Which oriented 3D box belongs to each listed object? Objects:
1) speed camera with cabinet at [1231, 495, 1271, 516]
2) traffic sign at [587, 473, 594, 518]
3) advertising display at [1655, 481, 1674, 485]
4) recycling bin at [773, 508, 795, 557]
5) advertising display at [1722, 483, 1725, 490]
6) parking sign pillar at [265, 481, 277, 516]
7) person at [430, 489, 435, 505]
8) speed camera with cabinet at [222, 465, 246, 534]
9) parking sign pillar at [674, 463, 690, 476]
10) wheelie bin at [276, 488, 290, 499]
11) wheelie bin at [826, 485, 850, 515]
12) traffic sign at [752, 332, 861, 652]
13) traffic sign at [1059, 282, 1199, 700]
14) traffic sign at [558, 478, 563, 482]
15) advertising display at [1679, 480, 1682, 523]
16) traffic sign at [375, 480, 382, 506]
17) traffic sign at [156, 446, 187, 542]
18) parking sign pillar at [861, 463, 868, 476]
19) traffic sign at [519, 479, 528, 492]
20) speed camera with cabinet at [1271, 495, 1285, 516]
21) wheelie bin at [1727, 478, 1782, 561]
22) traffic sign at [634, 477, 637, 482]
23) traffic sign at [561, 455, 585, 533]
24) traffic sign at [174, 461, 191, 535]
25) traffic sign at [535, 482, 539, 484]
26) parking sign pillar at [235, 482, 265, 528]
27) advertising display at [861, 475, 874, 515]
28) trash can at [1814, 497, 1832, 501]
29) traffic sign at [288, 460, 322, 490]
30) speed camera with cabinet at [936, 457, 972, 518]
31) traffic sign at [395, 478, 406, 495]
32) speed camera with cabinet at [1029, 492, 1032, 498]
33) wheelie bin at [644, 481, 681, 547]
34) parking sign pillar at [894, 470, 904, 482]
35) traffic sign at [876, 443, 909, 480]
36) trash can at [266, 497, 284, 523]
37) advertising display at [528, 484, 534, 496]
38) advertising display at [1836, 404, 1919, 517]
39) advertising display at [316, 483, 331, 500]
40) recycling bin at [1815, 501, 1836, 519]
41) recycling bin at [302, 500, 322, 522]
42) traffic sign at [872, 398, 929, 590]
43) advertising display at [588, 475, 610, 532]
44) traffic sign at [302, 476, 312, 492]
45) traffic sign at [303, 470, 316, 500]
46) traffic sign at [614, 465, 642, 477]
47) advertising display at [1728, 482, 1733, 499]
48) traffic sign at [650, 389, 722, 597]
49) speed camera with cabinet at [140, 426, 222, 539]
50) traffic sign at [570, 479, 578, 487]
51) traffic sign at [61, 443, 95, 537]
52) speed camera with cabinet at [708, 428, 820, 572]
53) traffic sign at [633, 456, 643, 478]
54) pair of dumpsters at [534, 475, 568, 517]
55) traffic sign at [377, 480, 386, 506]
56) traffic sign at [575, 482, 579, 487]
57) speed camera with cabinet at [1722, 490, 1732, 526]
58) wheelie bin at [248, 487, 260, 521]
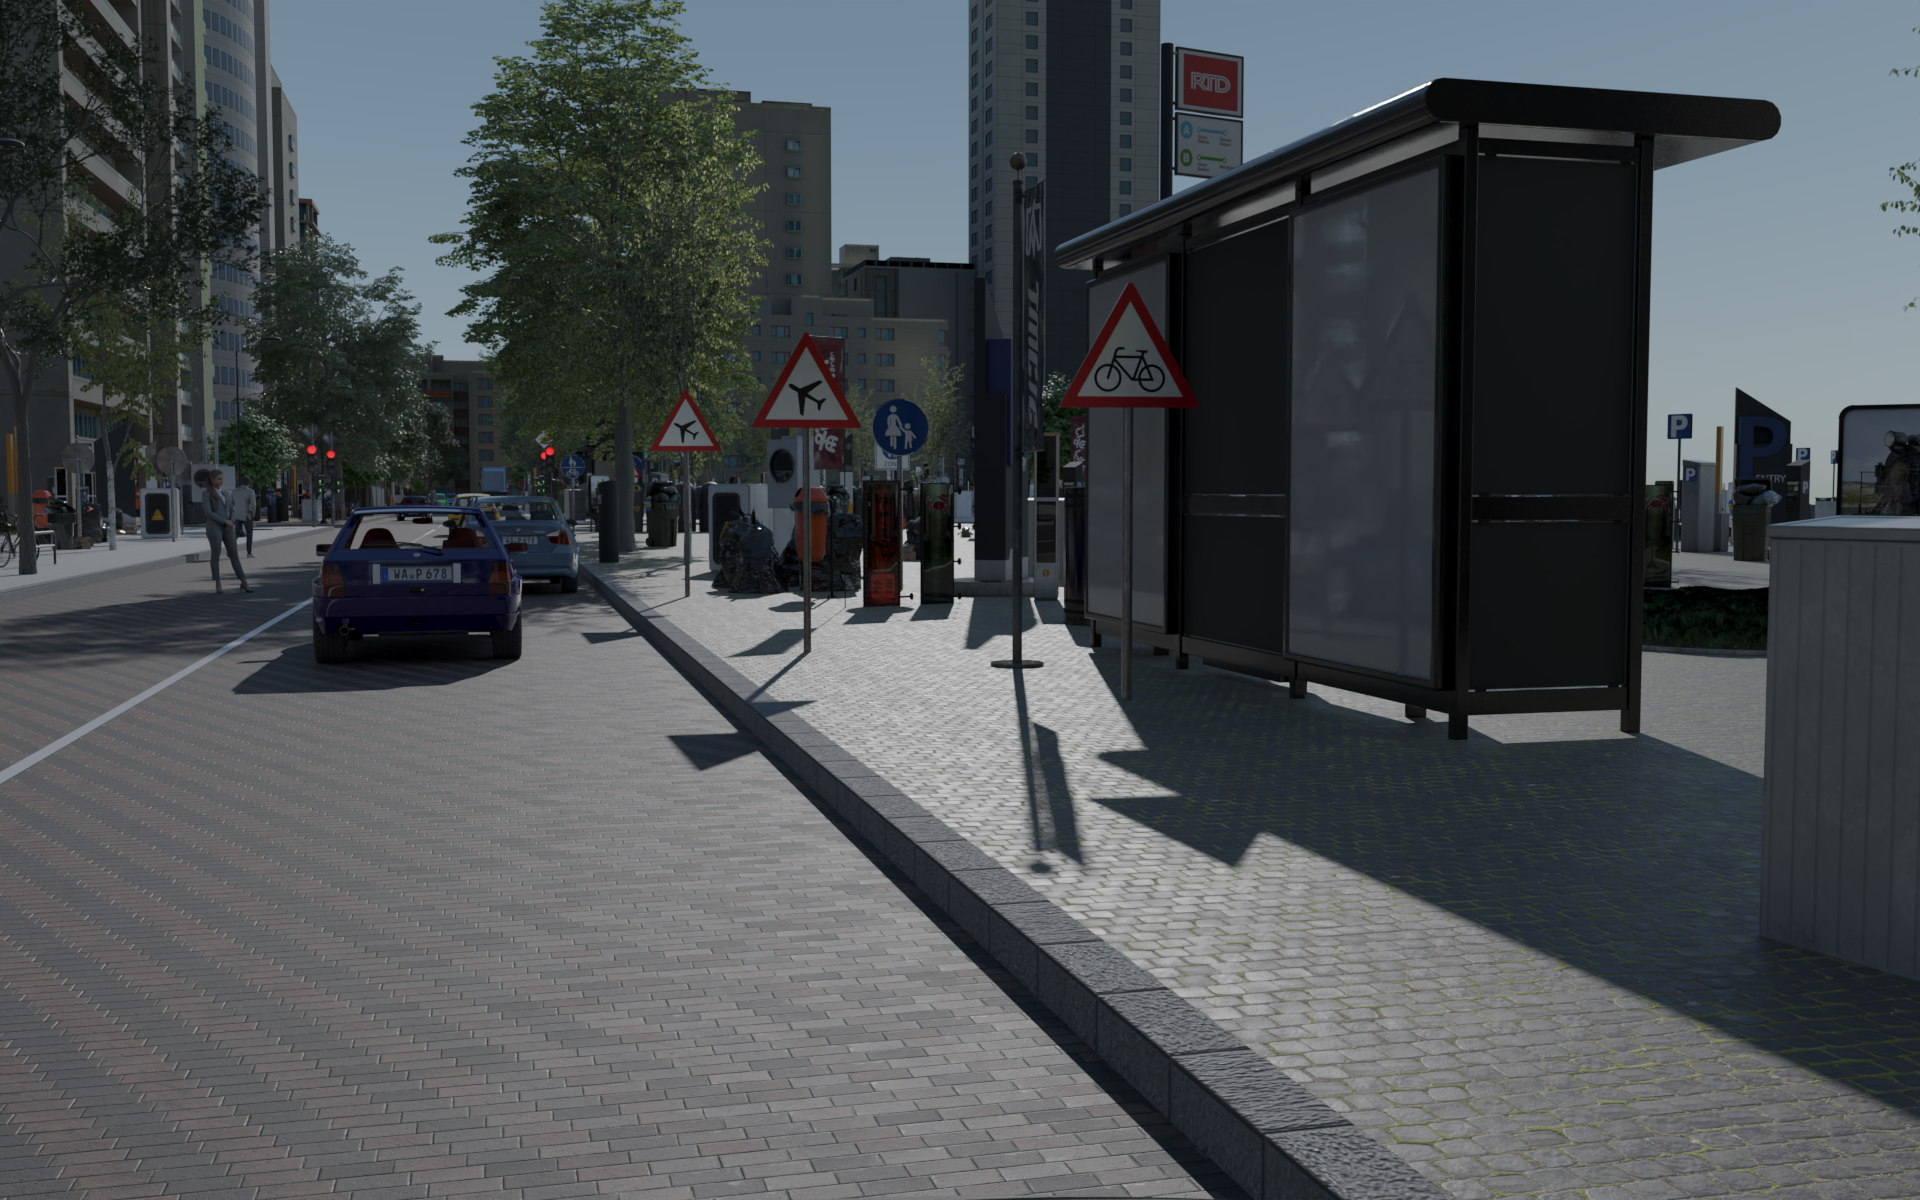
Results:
[{"bbox_3d":[17.053,-6.532,101.129,2.038,3.252,0.660,0,4,-7],"label":"speed camera with cabinet"},{"bbox_3d":[-17.808,-5.021,84.219,0.606,2.300,0.079,-1,4,-10],"label":"traffic sign"},{"bbox_3d":[33.686,-4.749,82.864,0.123,1.923,0.974,-2,4,-33],"label":"advertising display"},{"bbox_3d":[-3.362,-1.215,32.424,0.722,1.027,0.722,-3,4,-38],"label":"recycling bin"},{"bbox_3d":[45.869,-6.078,104.582,0.974,1.923,0.123,-3,4,-38],"label":"advertising display"},{"bbox_3d":[-41.086,-6.961,102.286,1.447,3.967,1.447,-3,4,-38],"label":"parking sign pillar"},{"bbox_3d":[-39.203,-7.336,128.538,0.767,1.812,0.694,-2,4,-28],"label":"person"},{"bbox_3d":[-22.678,-3.641,53.863,0.660,3.252,2.038,-3,5,-41],"label":"speed camera with cabinet"},{"bbox_3d":[-15.651,-6.661,97.373,1.447,3.967,1.447,-2,4,-35],"label":"parking sign pillar"},{"bbox_3d":[-36.306,-5.182,92.640,0.980,1.594,0.693,2,4,29],"label":"wheelie bin"},{"bbox_3d":[-4.137,-3.111,58.766,0.693,1.594,0.980,2,4,35],"label":"wheelie bin"},{"bbox_3d":[-1.243,-0.857,14.023,0.884,2.594,0.081,-1,4,-14],"label":"traffic sign"},{"bbox_3d":[1.039,-0.656,10.733,0.884,2.594,0.081,-1,4,-10],"label":"traffic sign"},{"bbox_3d":[-31.647,-8.342,136.496,0.768,2.556,0.104,0,4,-7],"label":"traffic sign"},{"bbox_3d":[32.312,-4.425,77.556,0.123,1.923,0.974,2,4,27],"label":"advertising display"},{"bbox_3d":[-40.278,-7.307,119.568,0.768,2.556,0.104,-1,4,-11],"label":"traffic sign"},{"bbox_3d":[-20.997,-2.817,46.169,0.768,2.556,0.104,-1,4,-11],"label":"traffic sign"},{"bbox_3d":[-8.174,-9.907,150.448,1.447,3.967,1.447,1,4,14],"label":"parking sign pillar"},{"bbox_3d":[-36.623,-8.881,145.304,0.768,2.556,0.104,-1,4,-10],"label":"traffic sign"},{"bbox_3d":[19.220,-6.477,100.236,0.660,3.252,2.038,-3,5,-44],"label":"speed camera with cabinet"},{"bbox_3d":[15.241,-1.552,33.277,0.980,1.594,0.693,2,4,33],"label":"wheelie bin"},{"bbox_3d":[-12.020,-3.721,62.969,0.606,2.300,0.079,-1,4,-10],"label":"traffic sign"},{"bbox_3d":[-12.639,-3.453,56.568,0.768,2.556,0.104,-1,4,-8],"label":"traffic sign"},{"bbox_3d":[-24.316,-3.178,54.098,0.606,2.300,0.079,-1,4,-11],"label":"traffic sign"},{"bbox_3d":[-32.354,-8.169,133.662,0.768,2.556,0.104,-1,4,-9],"label":"traffic sign"},{"bbox_3d":[-27.421,-4.706,65.418,1.447,3.967,1.447,0,4,2],"label":"parking sign pillar"},{"bbox_3d":[-3.103,-3.232,58.061,0.123,1.923,0.974,-1,4,-21],"label":"advertising display"},{"bbox_3d":[36.659,-3.785,73.535,0.748,1.137,0.748,0,3,0],"label":"trash can"},{"bbox_3d":[-39.111,-6.694,103.314,2.265,3.308,0.079,-1,4,-11],"label":"traffic sign"},{"bbox_3d":[-0.396,-6.049,93.235,2.038,3.252,0.660,-2,4,-29],"label":"speed camera with cabinet"},{"bbox_3d":[-43.344,-8.201,134.189,0.768,2.556,0.104,-1,4,-12],"label":"traffic sign"},{"bbox_3d":[4.737,-8.867,139.316,2.038,3.252,0.660,-1,4,-12],"label":"speed camera with cabinet"},{"bbox_3d":[-7.242,-2.106,42.341,0.693,1.594,0.980,2,4,35],"label":"wheelie bin"},{"bbox_3d":[-3.501,-6.671,97.539,1.447,3.967,1.447,1,4,13],"label":"parking sign pillar"},{"bbox_3d":[-1.186,-1.719,30.239,0.606,2.300,0.079,-1,4,-10],"label":"traffic sign"},{"bbox_3d":[-30.727,-4.041,77.732,0.748,1.137,0.748,0,3,0],"label":"trash can"},{"bbox_3d":[-28.285,-6.668,114.230,0.123,1.923,0.974,-2,4,-28],"label":"advertising display"},{"bbox_3d":[6.805,-0.439,12.390,0.974,1.923,0.123,2,4,30],"label":"advertising display"},{"bbox_3d":[-37.099,-5.865,101.110,0.974,1.923,0.123,-3,5,-45],"label":"advertising display"},{"bbox_3d":[31.036,-3.024,61.994,0.722,1.027,0.722,2,4,32],"label":"recycling bin"},{"bbox_3d":[-29.636,-4.076,79.195,0.722,1.027,0.722,0,4,-7],"label":"recycling bin"},{"bbox_3d":[-0.803,-1.412,23.188,0.768,2.556,0.104,-1,4,-9],"label":"traffic sign"},{"bbox_3d":[-12.206,-3.267,58.633,0.123,1.923,0.974,2,4,31],"label":"advertising display"},{"bbox_3d":[-37.405,-6.082,99.553,0.768,2.556,0.104,-1,4,-8],"label":"traffic sign"},{"bbox_3d":[-33.585,-5.473,89.585,0.768,2.556,0.104,-1,4,-9],"label":"traffic sign"},{"bbox_3d":[-10.561,-3.369,55.080,0.884,2.594,0.081,-1,4,-14],"label":"traffic sign"},{"bbox_3d":[42.348,-5.453,94.374,0.123,1.923,0.974,-3,5,-40],"label":"advertising display"},{"bbox_3d":[-3.412,-1.321,21.604,0.884,2.594,0.081,-1,4,-9],"label":"traffic sign"},{"bbox_3d":[-22.639,-3.418,50.216,2.038,3.252,0.660,-1,4,-18],"label":"speed camera with cabinet"},{"bbox_3d":[-33.578,-9.224,150.924,0.768,2.556,0.104,-1,4,-9],"label":"traffic sign"},{"bbox_3d":[-21.860,-2.620,42.946,0.768,2.556,0.104,-1,4,-10],"label":"traffic sign"},{"bbox_3d":[-3.199,-2.065,28.095,2.038,3.252,0.660,3,4,38],"label":"speed camera with cabinet"},{"bbox_3d":[-10.796,-3.477,56.948,0.768,2.556,0.104,0,4,-6],"label":"traffic sign"},{"bbox_3d":[-20.626,-5.194,87.415,1.574,2.255,4.437,-1,4,-15],"label":"pair of dumpsters"},{"bbox_3d":[-43.216,-7.785,129.411,0.606,2.300,0.079,0,4,-8],"label":"traffic sign"},{"bbox_3d":[-27.925,-7.807,127.642,0.884,2.594,0.081,-1,4,-10],"label":"traffic sign"},{"bbox_3d":[30.058,-4.480,67.583,2.038,3.252,0.660,3,5,44],"label":"speed camera with cabinet"},{"bbox_3d":[-33.284,-4.486,81.247,0.980,1.594,0.693,2,4,29],"label":"wheelie bin"}]
